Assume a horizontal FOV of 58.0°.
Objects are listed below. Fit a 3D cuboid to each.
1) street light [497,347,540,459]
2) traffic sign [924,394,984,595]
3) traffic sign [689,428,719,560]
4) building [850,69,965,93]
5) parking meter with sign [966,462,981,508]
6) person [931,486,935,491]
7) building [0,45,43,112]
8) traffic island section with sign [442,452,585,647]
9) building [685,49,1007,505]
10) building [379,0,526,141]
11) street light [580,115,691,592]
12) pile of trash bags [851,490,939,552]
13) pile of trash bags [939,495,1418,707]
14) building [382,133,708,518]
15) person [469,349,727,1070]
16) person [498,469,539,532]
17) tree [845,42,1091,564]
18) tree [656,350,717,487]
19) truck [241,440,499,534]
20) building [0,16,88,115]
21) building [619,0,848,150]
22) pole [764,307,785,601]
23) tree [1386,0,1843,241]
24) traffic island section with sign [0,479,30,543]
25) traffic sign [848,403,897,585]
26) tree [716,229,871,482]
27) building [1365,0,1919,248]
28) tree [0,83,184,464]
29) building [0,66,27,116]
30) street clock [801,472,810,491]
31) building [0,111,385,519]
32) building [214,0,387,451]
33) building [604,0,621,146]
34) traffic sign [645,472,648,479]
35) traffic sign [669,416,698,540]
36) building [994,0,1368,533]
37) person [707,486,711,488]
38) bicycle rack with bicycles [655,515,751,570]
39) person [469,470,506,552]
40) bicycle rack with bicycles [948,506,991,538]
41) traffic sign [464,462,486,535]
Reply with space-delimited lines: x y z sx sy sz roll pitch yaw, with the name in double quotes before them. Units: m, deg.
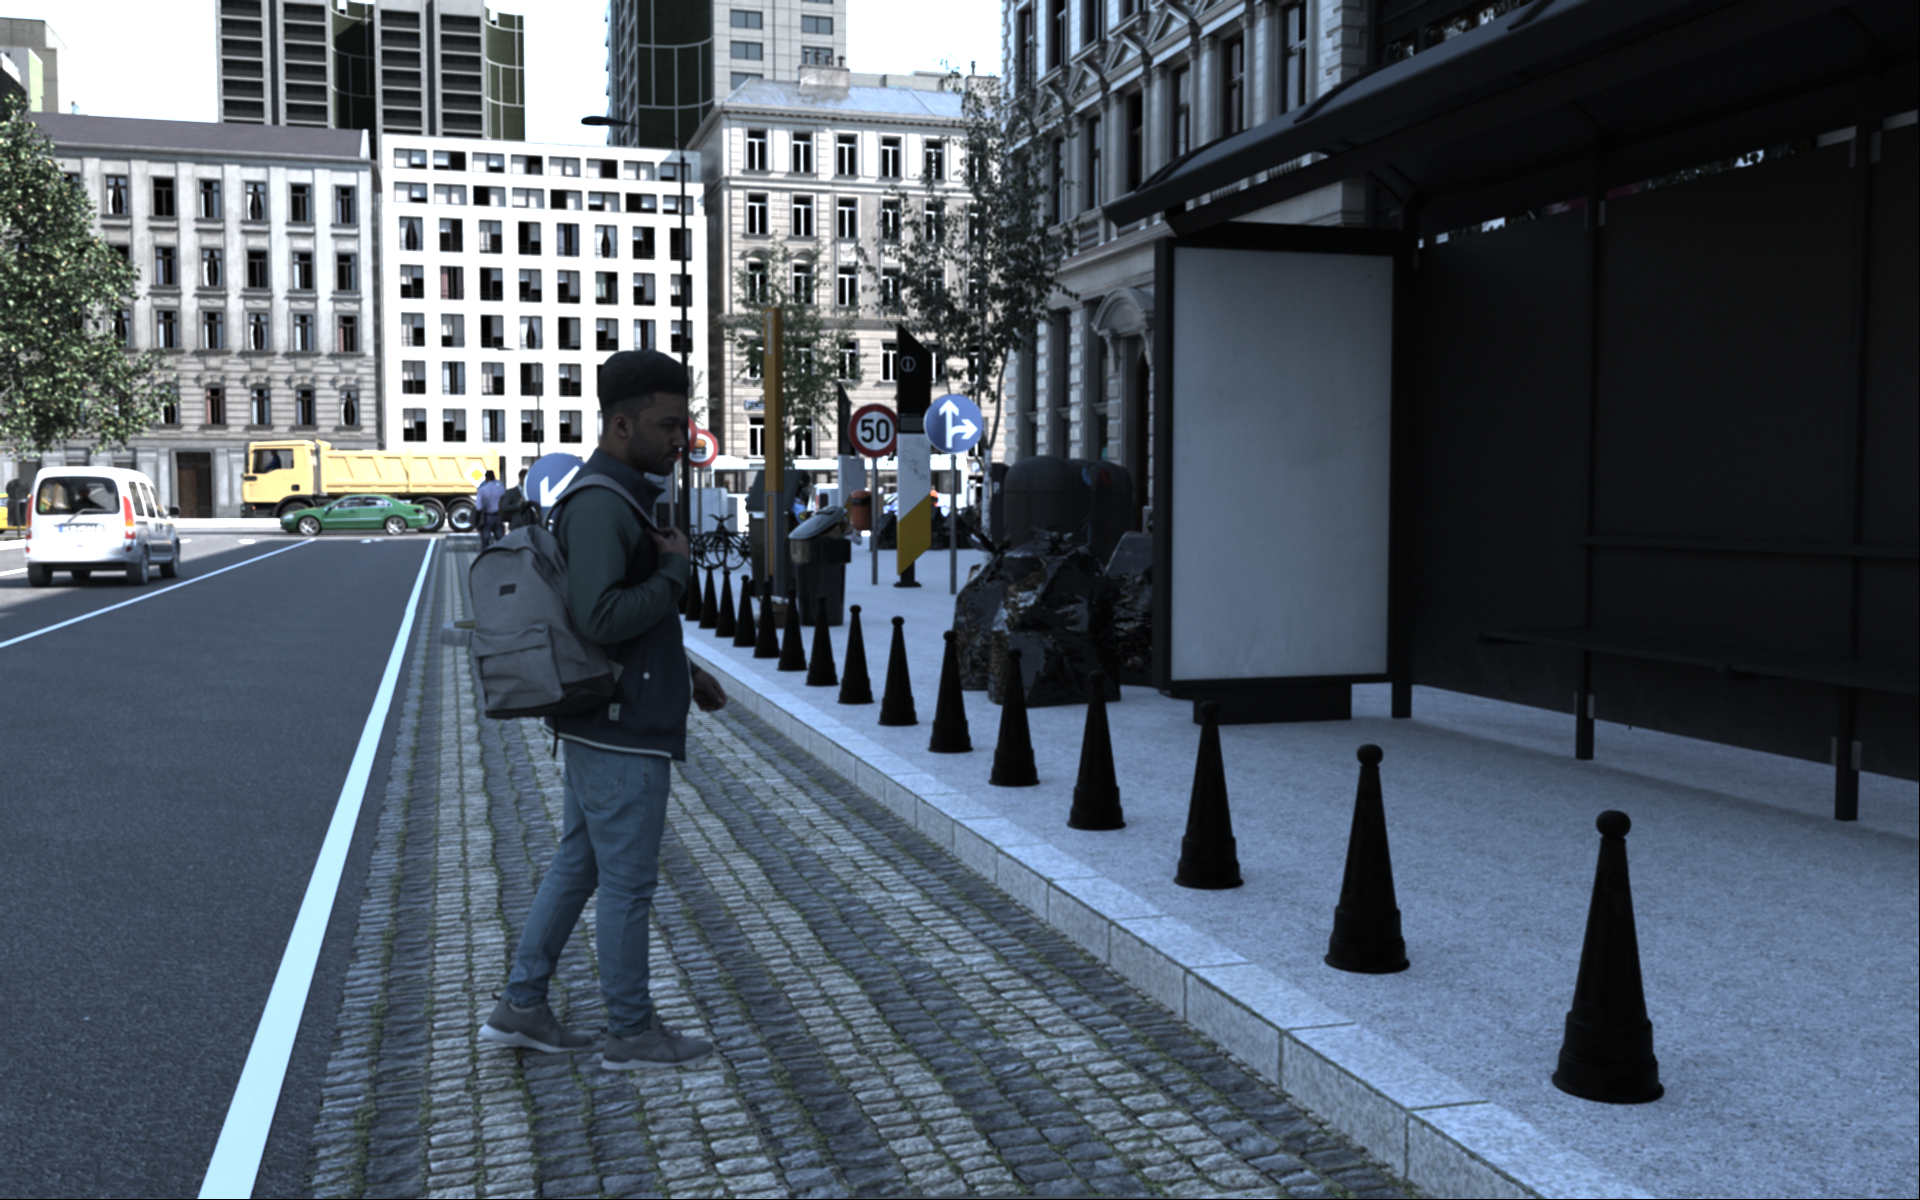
"street light" -13.915 -5.039 54.925 1.470 5.913 1.316 -1 4 -16
"traffic sign" -0.084 -1.343 22.062 0.768 2.556 0.104 -1 4 -8
"traffic sign" -5.075 -2.056 33.728 0.768 2.556 0.104 0 4 -8
"building" -3.062 -35.457 199.329 30.456 49.044 23.786 -1 4 -16
"parking meter with sign" 0.486 -6.025 94.772 0.543 3.016 1.738 2 4 28
"person" -1.328 -4.353 79.641 0.580 1.828 0.573 3 5 45
"building" -89.386 -28.667 152.300 14.154 41.232 14.086 -1 4 -16
"traffic island section with sign" -4.084 -0.516 17.068 1.989 1.847 2.006 -1 4 -16
"building" -3.003 -18.766 104.095 25.104 27.353 12.463 -1 4 -16
"building" -73.625 -49.816 252.741 20.611 71.187 20.563 -1 4 -16
"street light" -3.971 -2.998 21.552 1.470 5.913 1.316 -1 4 -16
"pile of trash bags" -1.295 -1.843 39.882 1.912 1.369 3.447 3 4 39
"pile of trash bags" 1.647 -0.097 11.334 3.447 1.369 1.912 0 4 -3
"building" -23.353 -14.847 97.499 16.860 20.320 10.420 -1 4 -16
"person" -0.851 0.279 4.279 0.721 1.781 0.623 -2 4 -26
"person" -7.010 -1.169 27.580 0.822 1.834 0.622 2 4 24
"tree" 0.346 -4.794 28.751 4.360 8.622 3.978 0 3 0
"tree" -14.259 -8.324 86.467 4.360 8.622 3.978 0 3 0
"truck" -21.966 -4.133 63.504 9.791 3.379 3.469 -1 4 -15
"building" -100.004 -33.570 172.568 21.600 48.544 21.300 -1 4 -16
"building" -22.790 -44.310 162.716 20.563 71.187 20.611 -1 4 -16
"pole" -2.047 -1.542 19.058 0.158 3.312 0.155 0 3 0
"tree" 6.018 -3.978 15.411 4.360 8.622 3.978 0 3 0
"traffic island section with sign" -28.020 -2.638 51.265 2.006 1.907 1.989 -1 4 -16
"traffic sign" -1.206 -1.489 24.443 0.768 2.556 0.104 -1 4 -16
"tree" -4.803 -6.052 49.305 4.737 8.622 4.395 0 3 0
"building" 14.672 -11.749 21.775 12.332 23.373 15.834 -1 4 -16
"tree" -26.499 -7.778 46.642 9.611 12.733 9.660 0 3 0
"building" -57.079 -15.779 87.656 15.834 23.373 12.332 -1 4 -16
"street clock" -5.218 -3.247 57.656 0.471 2.002 0.358 0 4 -8
"building" -40.300 -14.857 92.065 18.267 20.994 9.793 -1 4 -16
"building" -93.412 -49.464 246.982 20.611 71.187 20.563 -1 4 -16
"building" -29.487 -53.484 187.130 22.319 86.520 31.000 -1 4 -16
"traffic sign" -7.334 -2.473 40.538 0.768 2.556 0.104 0 4 -7
"traffic sign" -4.294 -1.575 25.853 0.768 2.556 0.104 -1 4 -14
"building" 8.359 -12.845 38.887 11.050 23.489 19.941 -1 4 -16
"person" -10.695 -3.977 73.800 0.678 1.792 0.850 -1 4 -9
"bicycle rack with bicycles" -4.192 -1.003 29.782 2.925 0.926 2.852 2 4 29
"person" -7.926 -1.273 29.174 0.709 1.838 0.599 -3 4 -36
"bicycle rack with bicycles" 0.144 -2.253 50.216 2.852 0.926 2.925 -2 4 -29
"traffic sign" -15.244 -3.123 54.700 0.795 2.450 0.064 -1 4 -16
